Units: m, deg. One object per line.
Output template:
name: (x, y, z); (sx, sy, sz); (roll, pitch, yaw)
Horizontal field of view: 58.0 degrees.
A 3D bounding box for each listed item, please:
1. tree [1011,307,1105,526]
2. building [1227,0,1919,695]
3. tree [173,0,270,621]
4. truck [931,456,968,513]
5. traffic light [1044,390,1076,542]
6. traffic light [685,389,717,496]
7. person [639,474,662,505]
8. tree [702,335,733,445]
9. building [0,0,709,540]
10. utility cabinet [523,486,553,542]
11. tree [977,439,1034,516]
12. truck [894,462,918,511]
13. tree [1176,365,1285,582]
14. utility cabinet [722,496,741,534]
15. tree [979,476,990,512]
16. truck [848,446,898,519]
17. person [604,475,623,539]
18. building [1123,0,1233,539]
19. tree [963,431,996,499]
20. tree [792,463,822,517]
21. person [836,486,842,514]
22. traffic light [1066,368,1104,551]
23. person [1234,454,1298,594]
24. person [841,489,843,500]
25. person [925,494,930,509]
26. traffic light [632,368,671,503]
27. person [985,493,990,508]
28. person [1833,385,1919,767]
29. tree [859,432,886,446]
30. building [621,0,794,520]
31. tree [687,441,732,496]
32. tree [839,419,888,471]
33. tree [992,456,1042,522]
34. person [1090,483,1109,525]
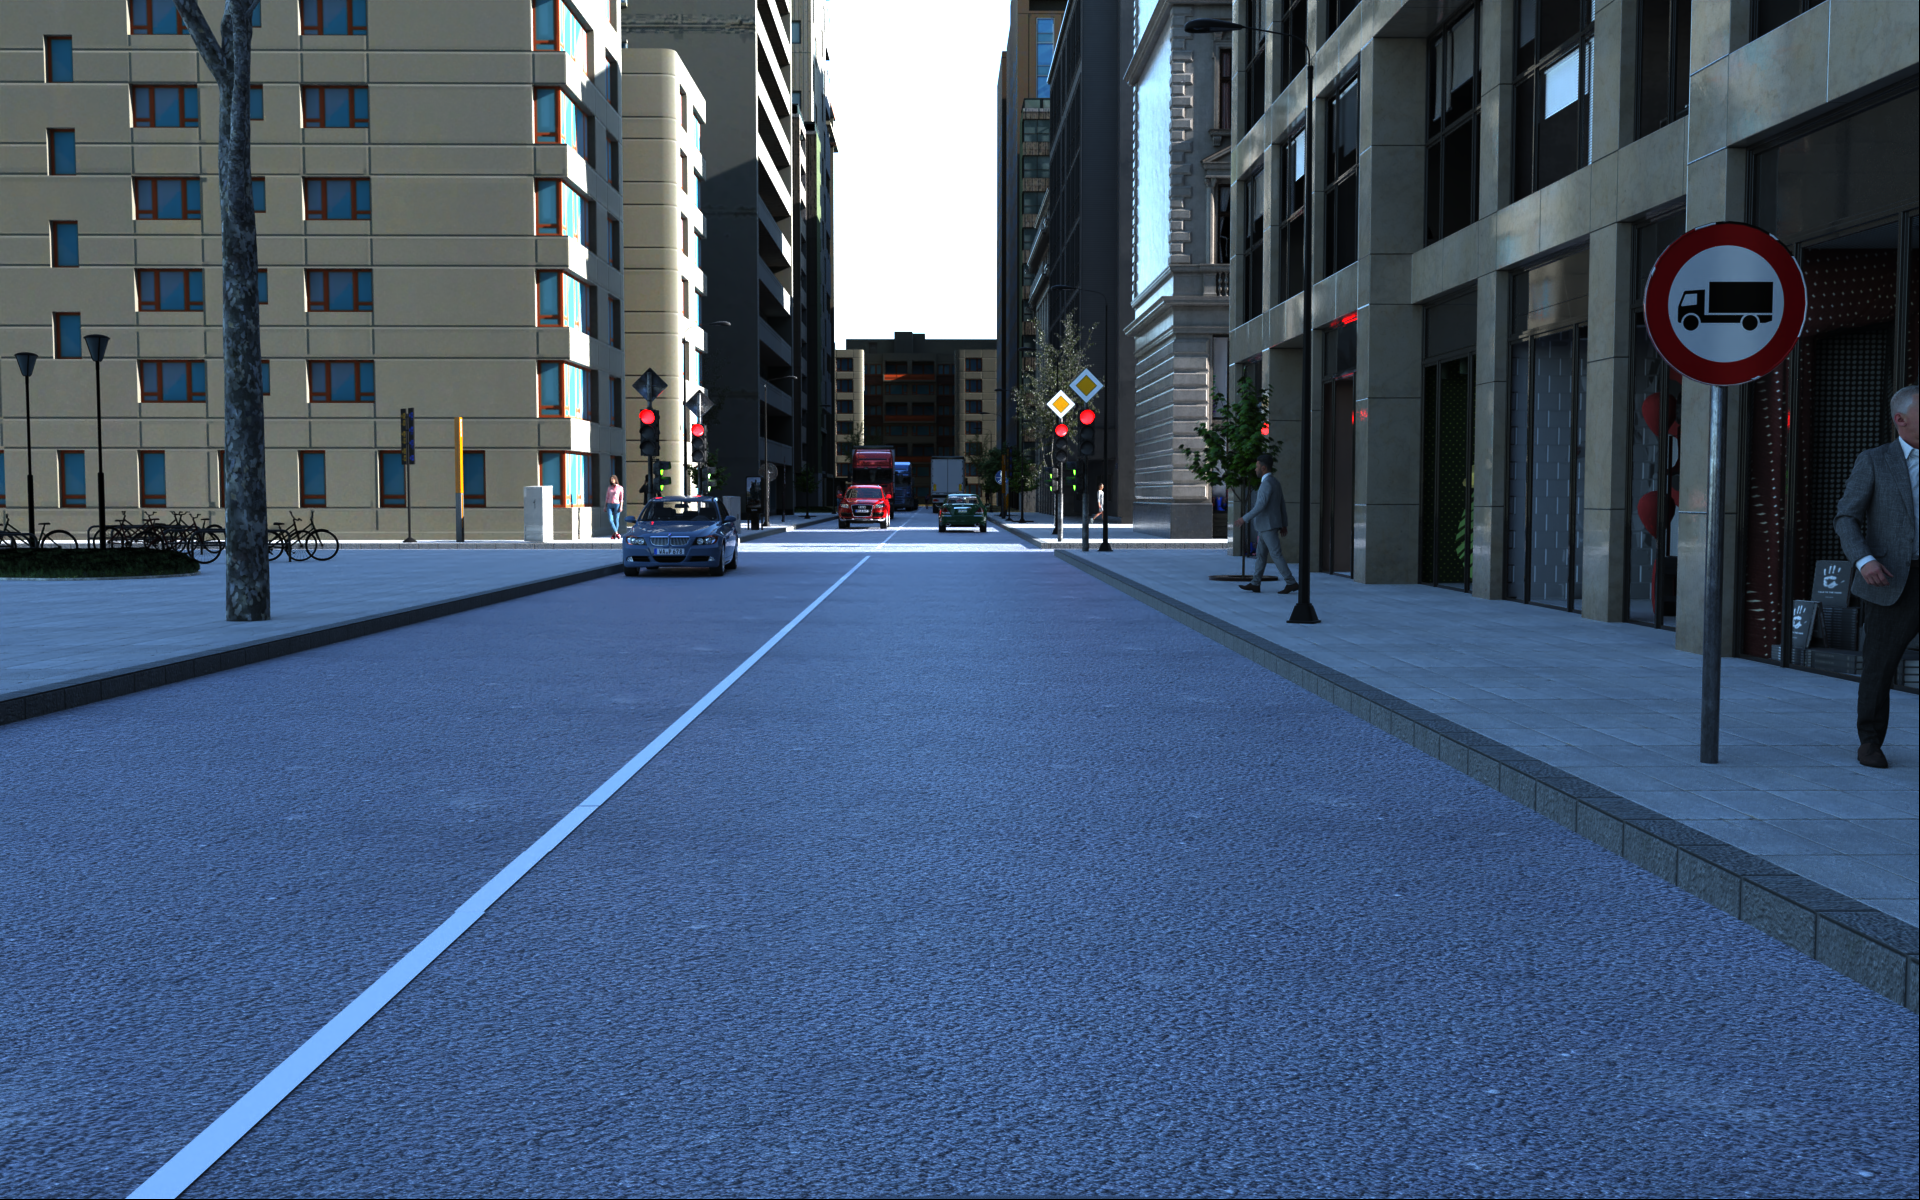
tree: (3.858, -7.266, 69.154); (4.360, 8.622, 3.978); (0, 3, 0)
building: (15.441, -13.106, 18.807); (19.350, 26.468, 34.151); (0, 4, -1)
tree: (-8.721, -9.844, 16.836); (12.611, 20.169, 13.585); (0, 3, 0)
truck: (-0.859, -8.860, 133.767); (2.839, 4.237, 11.283); (0, 4, 1)
traffic light: (2.689, -3.530, 46.642); (0.839, 4.253, 0.868); (0, 4, -1)
traffic light: (-6.971, -3.522, 46.505); (0.839, 4.253, 0.868); (0, 4, -1)
person: (-9.785, -3.013, 54.660); (0.474, 1.900, 0.648); (3, 4, 37)
tree: (-12.475, -7.922, 79.890); (4.360, 8.622, 3.978); (0, 3, 0)
building: (-24.812, -13.262, 61.873); (27.650, 21.520, 28.899); (0, 4, -1)
utility cabinet: (-11.192, -2.277, 45.914); (0.318, 1.500, 1.173); (-3, 4, -38)
tree: (2.693, -7.343, 103.770); (4.285, 4.588, 4.351); (0, 3, 0)
truck: (-5.158, -9.865, 151.044); (2.967, 4.110, 18.799); (0, 4, 1)
tree: (4.330, -1.915, 25.914); (1.663, 3.219, 1.824); (0, 3, 0)
utility cabinet: (-7.303, -2.711, 55.480); (0.306, 1.237, 1.020); (1, 4, 10)
tree: (2.157, -8.144, 127.750); (1.663, 3.219, 1.824); (0, 3, 0)
truck: (-5.085, -6.938, 102.351); (2.839, 4.237, 11.283); (0, 4, -2)
person: (-9.819, -2.630, 49.057); (0.555, 1.821, 0.388); (0, 4, -3)
building: (15.185, -13.747, 53.648); (19.941, 23.489, 11.050); (0, 4, -1)
tree: (2.532, -15.179, 198.538); (4.737, 8.622, 4.395); (0, 3, 0)
tree: (-8.522, -6.316, 97.860); (1.663, 3.219, 1.824); (0, 3, 0)
person: (-7.846, -6.525, 112.734); (0.388, 1.821, 0.555); (-2, 4, -35)
traffic light: (2.790, -3.042, 38.657); (0.839, 4.253, 0.868); (0, 4, -1)
person: (3.994, -0.982, 22.377); (0.850, 1.792, 0.678); (2, 4, 25)
person: (-11.956, -10.180, 173.023); (0.750, 1.759, 0.617); (2, 4, 28)
person: (-3.126, -9.417, 165.700); (0.421, 1.427, 0.697); (-1, 4, -20)
traffic light: (-6.870, -3.034, 38.520); (0.839, 4.253, 0.868); (0, 4, -1)
person: (2.352, -8.426, 145.269); (0.593, 1.643, 0.415); (-3, 5, -41)
person: (4.400, -0.090, 7.917); (0.661, 1.777, 0.834); (0, 4, -3)
tree: (-10.016, -15.230, 199.378); (4.360, 8.622, 3.978); (0, 3, 0)
building: (-20.698, -28.782, 94.289); (21.300, 48.544, 21.600); (0, 4, -1)
tree: (-9.119, -4.191, 63.121); (1.663, 3.219, 1.824); (0, 3, 0)
tree: (-9.737, -13.322, 168.176); (4.737, 8.622, 4.395); (0, 3, 0)
tree: (2.768, -5.189, 79.437); (1.663, 3.219, 1.824); (0, 3, 0)
person: (5.823, -3.992, 72.064); (0.760, 1.731, 0.466); (-1, 4, -10)
